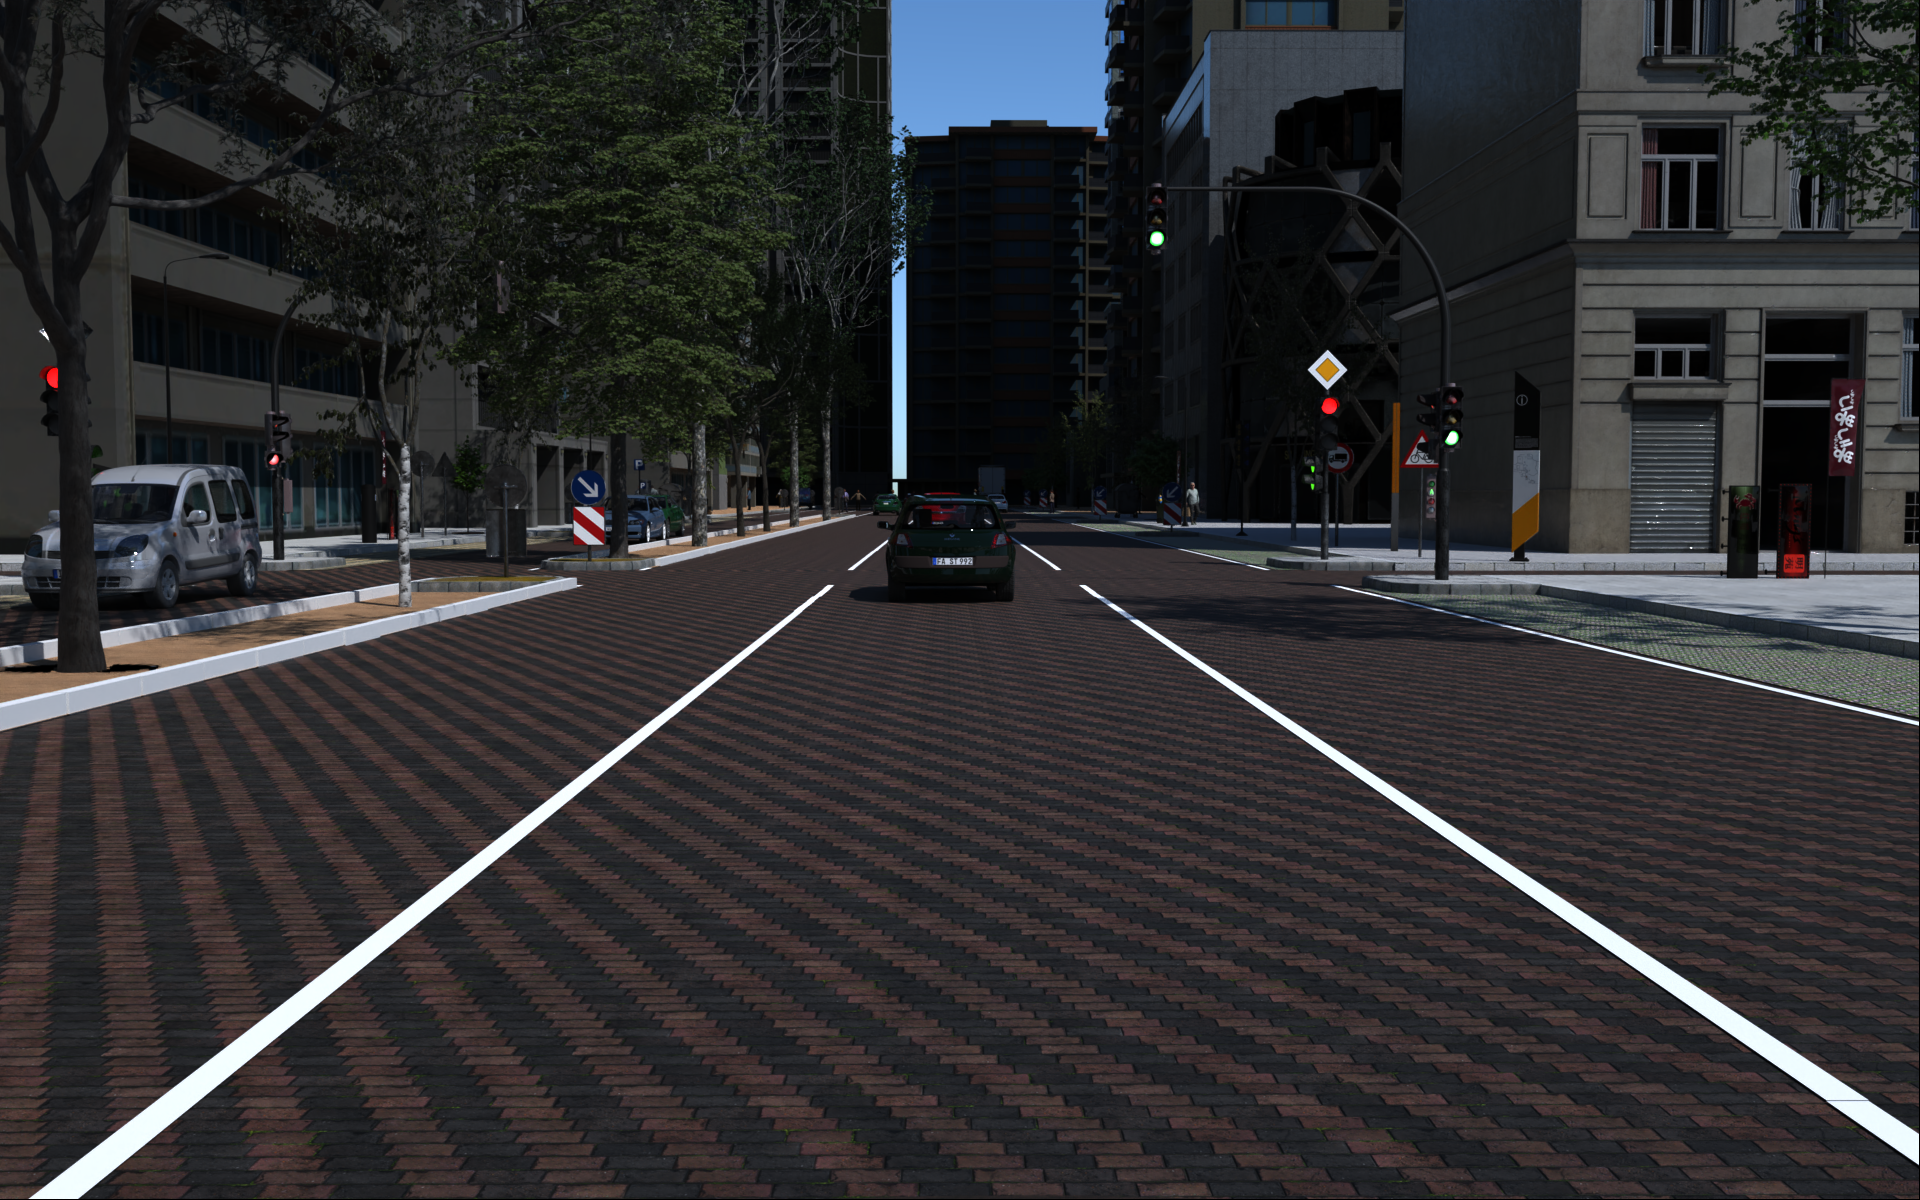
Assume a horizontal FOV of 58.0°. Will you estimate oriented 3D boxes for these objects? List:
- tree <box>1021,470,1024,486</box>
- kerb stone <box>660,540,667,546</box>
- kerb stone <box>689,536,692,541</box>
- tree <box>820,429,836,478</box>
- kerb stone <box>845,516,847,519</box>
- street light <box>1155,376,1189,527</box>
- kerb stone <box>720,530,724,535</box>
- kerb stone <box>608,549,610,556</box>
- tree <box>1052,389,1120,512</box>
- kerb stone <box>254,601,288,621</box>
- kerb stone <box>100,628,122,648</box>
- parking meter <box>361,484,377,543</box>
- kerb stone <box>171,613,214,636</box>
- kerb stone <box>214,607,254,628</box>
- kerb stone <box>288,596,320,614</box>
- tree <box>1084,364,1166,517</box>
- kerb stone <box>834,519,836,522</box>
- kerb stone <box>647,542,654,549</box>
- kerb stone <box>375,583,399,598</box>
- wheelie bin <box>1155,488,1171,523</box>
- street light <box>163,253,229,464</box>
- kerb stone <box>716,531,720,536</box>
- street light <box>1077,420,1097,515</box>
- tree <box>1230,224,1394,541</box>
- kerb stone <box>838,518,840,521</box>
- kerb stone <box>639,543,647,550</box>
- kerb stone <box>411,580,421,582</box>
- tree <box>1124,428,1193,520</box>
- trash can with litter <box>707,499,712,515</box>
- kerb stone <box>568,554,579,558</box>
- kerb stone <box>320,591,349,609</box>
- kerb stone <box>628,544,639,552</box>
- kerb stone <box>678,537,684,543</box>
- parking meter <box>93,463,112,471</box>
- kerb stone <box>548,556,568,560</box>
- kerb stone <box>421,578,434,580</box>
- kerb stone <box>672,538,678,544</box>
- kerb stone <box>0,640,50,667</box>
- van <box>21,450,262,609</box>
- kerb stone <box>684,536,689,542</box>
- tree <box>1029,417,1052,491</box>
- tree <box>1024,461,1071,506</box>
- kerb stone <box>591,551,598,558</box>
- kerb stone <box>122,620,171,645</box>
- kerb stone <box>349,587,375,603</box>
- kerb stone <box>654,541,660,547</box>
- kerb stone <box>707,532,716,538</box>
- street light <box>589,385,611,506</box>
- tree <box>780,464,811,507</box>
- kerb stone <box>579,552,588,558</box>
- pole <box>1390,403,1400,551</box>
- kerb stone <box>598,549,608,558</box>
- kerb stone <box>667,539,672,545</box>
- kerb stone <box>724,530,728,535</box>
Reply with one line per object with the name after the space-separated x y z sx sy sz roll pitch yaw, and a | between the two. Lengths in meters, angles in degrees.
8.065 -12.356 185.738 4.285 4.588 4.351 0 3 0 | tree
-8.199 -1.526 47.140 0.120 0.150 1.000 0 4 0 | kerb stone
-8.242 -1.837 52.255 0.120 0.150 1.000 0 4 0 | kerb stone
-17.255 -16.393 186.157 7.486 12.596 7.792 0 3 0 | tree
-6.467 -4.474 95.339 0.120 0.150 1.000 0 4 0 | kerb stone
8.363 -5.860 68.347 1.470 5.913 1.316 0 4 0 | street light
-8.295 -2.277 59.430 0.120 0.150 1.000 0 4 0 | kerb stone
-8.148 -1.084 39.962 0.120 0.150 1.000 0 4 0 | kerb stone
9.002 -10.419 120.708 4.737 8.622 4.395 0 3 0 | tree
-7.995 0.141 19.888 0.120 0.150 1.000 0 4 0 | kerb stone
-7.961 0.392 15.792 0.120 0.150 1.000 0 4 0 | kerb stone
-15.506 -2.264 45.433 0.372 1.533 0.369 0 3 0 | parking meter
-7.983 0.267 17.836 0.120 0.150 1.000 0 4 0 | kerb stone
-7.982 0.204 18.866 0.120 0.150 1.000 0 4 0 | kerb stone
-8.001 0.079 20.910 0.120 0.150 1.000 0 4 0 | kerb stone
9.418 -8.984 97.251 4.360 8.622 3.978 0 3 0 | tree
-6.405 -3.910 86.124 0.120 0.150 1.000 0 4 0 | kerb stone
-8.188 -1.398 45.091 0.120 0.150 1.000 0 4 0 | kerb stone
-8.030 -0.109 23.980 0.120 0.150 1.000 0 4 0 | kerb stone
8.914 -4.159 75.910 0.693 1.594 0.980 0 4 6 | wheelie bin
-14.763 -3.728 33.491 1.470 5.913 1.316 0 4 0 | street light
-8.295 -2.214 58.395 0.120 0.150 1.000 0 4 0 | kerb stone
7.980 -8.300 108.253 1.470 5.913 1.316 0 4 0 | street light
9.338 -5.932 47.349 4.360 8.622 3.978 0 3 0 | tree
-6.416 -4.097 89.193 0.120 0.150 1.000 0 4 0 | kerb stone
-8.175 -1.338 44.065 0.120 0.150 1.000 0 4 0 | kerb stone
-8.032 -0.172 25.009 0.120 0.150 1.000 0 4 0 | kerb stone
9.840 -6.259 86.041 4.285 4.588 4.351 0 3 0 | tree
-15.890 -5.896 107.787 0.624 1.170 1.055 1 4 20 | trash can with litter
-8.114 -0.833 35.849 0.120 0.150 1.000 0 4 0 | kerb stone
-8.003 0.016 21.932 0.120 0.150 1.000 0 4 0 | kerb stone
-8.179 -1.273 43.041 0.120 0.150 1.000 0 4 0 | kerb stone
-8.221 -1.712 50.211 0.120 0.150 1.000 0 4 0 | kerb stone
-16.337 -1.677 33.132 0.399 1.863 0.255 -2 4 -27 | parking meter
-8.109 -0.772 34.827 0.120 0.150 1.000 0 4 0 | kerb stone
-8.044 -0.234 26.045 0.120 0.150 1.000 0 4 0 | kerb stone
-8.217 -1.649 49.185 0.120 0.150 1.000 0 4 0 | kerb stone
-7.959 0.455 14.770 0.120 0.150 1.000 0 4 0 | kerb stone
-10.750 -0.974 22.935 2.013 2.044 4.112 0 4 -1 | van
-8.234 -1.772 51.233 0.120 0.150 1.000 0 4 0 | kerb stone
8.318 -12.648 157.157 4.737 8.622 4.395 0 3 0 | tree
9.358 -11.591 173.230 4.285 4.588 4.351 0 3 0 | tree
-8.131 -0.961 37.904 0.120 0.150 1.000 0 4 0 | kerb stone
-7.974 0.329 16.813 0.120 0.150 1.000 0 4 0 | kerb stone
-8.017 -0.043 22.958 0.120 0.150 1.000 0 4 0 | kerb stone
-8.197 -1.459 46.118 0.120 0.150 1.000 0 4 0 | kerb stone
-8.282 -2.152 57.373 0.120 0.150 1.000 0 4 0 | kerb stone
-15.070 -6.156 73.189 1.470 5.913 1.316 0 4 0 | street light
-16.674 -11.777 176.259 4.285 4.588 4.351 0 3 0 | tree
-8.121 -0.896 36.878 0.120 0.150 1.000 0 4 0 | kerb stone
9.753 -2.750 38.805 0.158 3.312 0.155 0 3 0 | pole
-8.140 -1.024 38.939 0.120 0.150 1.000 0 4 0 | kerb stone
-8.209 -1.588 48.162 0.120 0.150 1.000 0 4 0 | kerb stone
-8.310 -2.340 60.452 0.120 0.150 1.000 0 4 0 | kerb stone
